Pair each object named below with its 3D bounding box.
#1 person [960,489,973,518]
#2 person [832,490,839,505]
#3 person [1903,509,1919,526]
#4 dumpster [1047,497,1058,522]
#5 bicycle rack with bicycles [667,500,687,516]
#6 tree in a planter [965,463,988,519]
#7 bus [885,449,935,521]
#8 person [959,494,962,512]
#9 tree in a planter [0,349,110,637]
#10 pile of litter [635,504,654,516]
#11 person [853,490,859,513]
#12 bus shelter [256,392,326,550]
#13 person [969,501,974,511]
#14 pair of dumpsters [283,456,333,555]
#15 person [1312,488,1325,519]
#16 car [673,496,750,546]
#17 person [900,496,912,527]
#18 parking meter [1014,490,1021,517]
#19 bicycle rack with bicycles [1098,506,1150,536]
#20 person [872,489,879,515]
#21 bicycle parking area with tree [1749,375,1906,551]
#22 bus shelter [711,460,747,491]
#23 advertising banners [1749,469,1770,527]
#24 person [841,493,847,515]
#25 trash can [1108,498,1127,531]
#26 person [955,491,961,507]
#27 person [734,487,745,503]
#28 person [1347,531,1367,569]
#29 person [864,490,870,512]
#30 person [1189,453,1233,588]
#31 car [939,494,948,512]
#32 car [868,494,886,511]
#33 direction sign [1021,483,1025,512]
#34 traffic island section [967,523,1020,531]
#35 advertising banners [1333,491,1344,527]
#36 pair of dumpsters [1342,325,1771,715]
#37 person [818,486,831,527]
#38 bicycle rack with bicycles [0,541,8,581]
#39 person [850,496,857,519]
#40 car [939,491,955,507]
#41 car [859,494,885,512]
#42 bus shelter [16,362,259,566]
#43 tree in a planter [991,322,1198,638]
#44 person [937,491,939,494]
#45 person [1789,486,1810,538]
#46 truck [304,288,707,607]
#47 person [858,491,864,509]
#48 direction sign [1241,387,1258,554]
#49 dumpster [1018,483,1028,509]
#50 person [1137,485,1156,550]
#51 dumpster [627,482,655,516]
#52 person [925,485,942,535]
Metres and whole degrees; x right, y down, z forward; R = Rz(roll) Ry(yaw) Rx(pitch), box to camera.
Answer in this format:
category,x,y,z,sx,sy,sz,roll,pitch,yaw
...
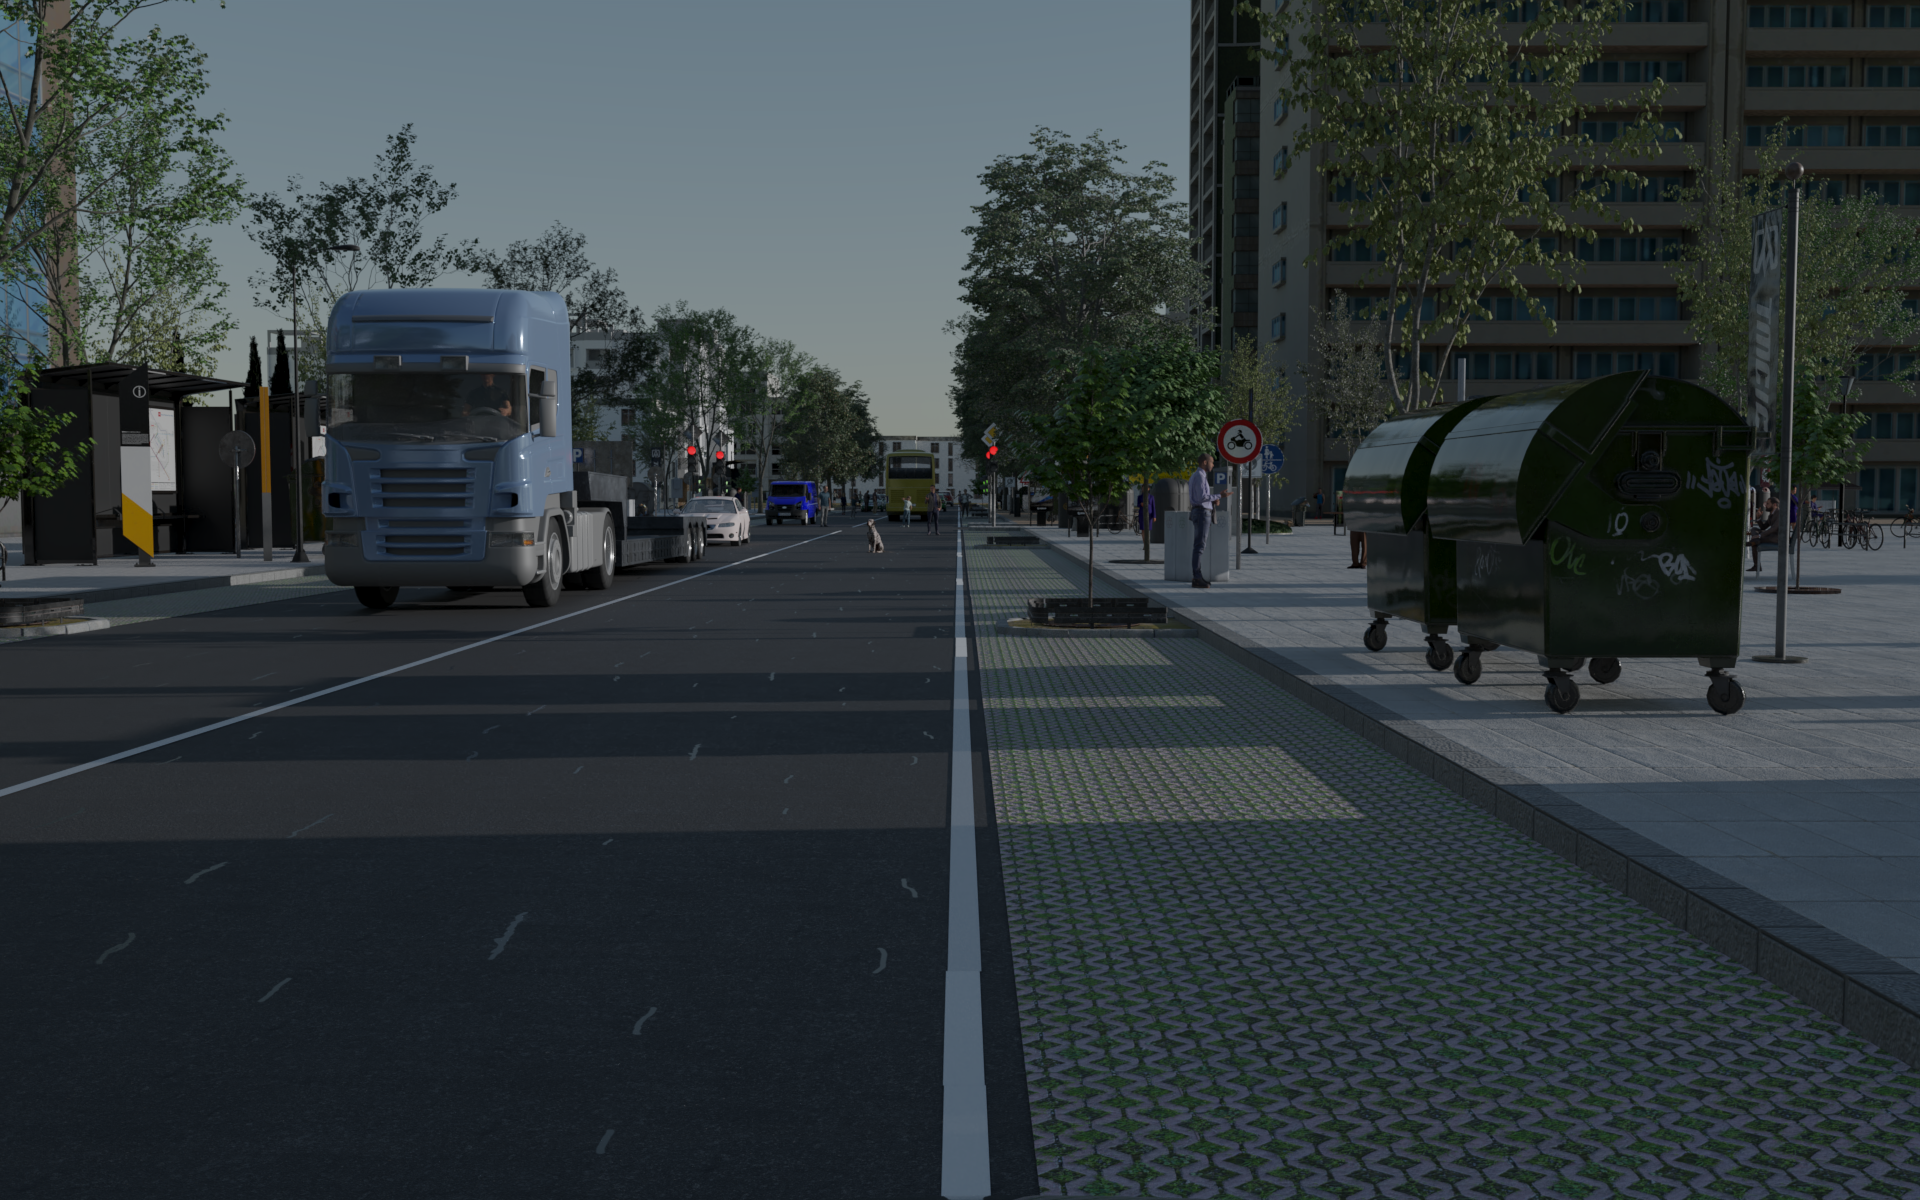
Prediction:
category,x,y,z,sx,sy,sz,roll,pitch,yaw
person,0.325,-5.712,102.615,0.841,1.734,0.376,2,4,23
person,-15.240,-12.467,210.668,1.217,1.735,0.721,2,4,32
person,39.671,-3.388,72.185,0.655,0.850,0.859,-1,4,-9
dumpster,4.612,-4.695,79.255,1.502,2.255,1.985,0,4,0
bicycle rack with bicycles,-15.785,-5.429,102.150,2.925,0.926,2.852,0,4,-5
tree in a planter,1.310,-6.321,100.571,1.991,3.239,1.994,0,3,0
bus,-2.704,-6.283,94.281,2.896,3.916,12.252,0,4,-2
person,0.143,-7.927,141.346,0.421,1.427,0.697,-2,4,-23
tree in a planter,-10.120,-1.272,18.019,1.991,3.239,1.994,0,3,0
pile of litter,-14.028,-3.831,76.607,1.719,0.858,1.176,1,4,16
person,-7.814,-7.374,129.886,0.431,1.722,0.655,-1,4,-9
bus shelter,-15.817,-3.149,42.772,1.731,3.624,6.357,0,4,0
person,0.954,-7.804,144.027,0.347,0.859,0.695,-2,4,-26
pair of dumpsters,-12.771,-2.082,36.533,1.574,2.255,4.437,0,4,0
person,18.278,-4.921,88.371,0.647,1.594,0.662,1,4,22
car,-7.020,-2.252,49.174,2.083,1.381,4.827,0,4,-2
person,-2.348,-3.846,75.296,0.435,1.345,0.340,-3,5,-40
parking meter,3.207,-5.404,96.773,0.372,1.533,0.369,0,3,0
bicycle rack with bicycles,5.843,-2.539,54.898,2.925,0.926,2.852,-3,4,-36
person,-5.841,-6.804,119.868,0.434,1.807,0.598,0,4,-5
bicycle parking area with tree,18.872,-3.378,42.235,8.231,4.147,9.016,1,4,14
bus shelter,-16.255,-8.007,122.204,1.731,3.624,6.357,0,4,0
advertising banners,30.356,-4.318,66.783,2.074,3.025,0.090,0,4,-4
person,-8.049,-6.638,119.577,0.480,1.512,0.613,-2,4,-29
trash can,5.491,-3.000,60.703,0.748,1.137,0.748,0,3,0
person,-0.043,-11.043,189.049,0.705,1.824,1.348,3,5,44
person,-10.164,-4.314,79.731,0.504,1.737,0.576,0,4,-2
person,6.893,-1.306,29.669,0.482,1.546,0.388,2,4,35
person,-7.272,-7.758,136.037,0.565,1.739,0.600,2,4,25
person,3.445,-1.096,23.830,0.599,1.838,0.709,0,4,1
car,-1.996,-8.134,141.789,1.959,1.807,4.718,0,4,1
car,-6.856,-8.177,145.484,2.131,1.459,4.920,0,4,0
direction sign,4.514,-8.160,125.410,0.379,3.537,0.876,0,4,7
traffic island section,1.338,-2.797,68.017,2.009,0.180,2.903,0,3,0
advertising banners,15.435,-4.367,67.591,2.074,3.025,0.090,-2,4,-25
pair of dumpsters,3.921,-0.584,12.040,1.574,2.255,4.437,0,3,0
person,-5.953,-4.123,76.036,0.598,1.807,0.434,-1,4,-21
bicycle rack with bicycles,-15.582,-0.754,25.712,2.925,0.926,2.852,-3,4,-38
person,-6.213,-5.413,100.905,0.435,1.345,0.340,0,4,-3
car,-1.767,-11.552,197.545,2.281,1.827,5.304,0,4,1
car,-7.072,-7.823,139.711,2.131,1.459,4.920,0,4,-2
bus shelter,-15.955,-2.605,33.879,1.731,3.624,6.357,0,3,0
tree in a planter,1.371,-1.272,18.026,1.991,3.239,1.994,0,3,0
person,-2.505,-11.287,193.707,0.551,1.740,0.621,3,4,36
person,24.200,-2.549,50.086,0.546,1.535,0.453,0,4,4
truck,-6.534,-2.392,28.860,2.967,4.110,18.799,0,4,-2
person,-9.727,-9.801,169.536,1.217,1.735,0.721,-2,4,-23
direction sign,6.245,-2.770,37.282,0.379,3.537,0.876,0,4,5
dumpster,5.722,-9.052,150.500,1.502,2.255,1.985,0,3,0
person,4.272,-1.908,39.613,0.453,1.535,0.546,-1,4,-17
dumpster,-15.380,-4.737,83.210,1.264,1.857,1.865,0,4,0
person,-0.936,-3.173,60.908,0.617,1.759,0.750,0,4,-5
